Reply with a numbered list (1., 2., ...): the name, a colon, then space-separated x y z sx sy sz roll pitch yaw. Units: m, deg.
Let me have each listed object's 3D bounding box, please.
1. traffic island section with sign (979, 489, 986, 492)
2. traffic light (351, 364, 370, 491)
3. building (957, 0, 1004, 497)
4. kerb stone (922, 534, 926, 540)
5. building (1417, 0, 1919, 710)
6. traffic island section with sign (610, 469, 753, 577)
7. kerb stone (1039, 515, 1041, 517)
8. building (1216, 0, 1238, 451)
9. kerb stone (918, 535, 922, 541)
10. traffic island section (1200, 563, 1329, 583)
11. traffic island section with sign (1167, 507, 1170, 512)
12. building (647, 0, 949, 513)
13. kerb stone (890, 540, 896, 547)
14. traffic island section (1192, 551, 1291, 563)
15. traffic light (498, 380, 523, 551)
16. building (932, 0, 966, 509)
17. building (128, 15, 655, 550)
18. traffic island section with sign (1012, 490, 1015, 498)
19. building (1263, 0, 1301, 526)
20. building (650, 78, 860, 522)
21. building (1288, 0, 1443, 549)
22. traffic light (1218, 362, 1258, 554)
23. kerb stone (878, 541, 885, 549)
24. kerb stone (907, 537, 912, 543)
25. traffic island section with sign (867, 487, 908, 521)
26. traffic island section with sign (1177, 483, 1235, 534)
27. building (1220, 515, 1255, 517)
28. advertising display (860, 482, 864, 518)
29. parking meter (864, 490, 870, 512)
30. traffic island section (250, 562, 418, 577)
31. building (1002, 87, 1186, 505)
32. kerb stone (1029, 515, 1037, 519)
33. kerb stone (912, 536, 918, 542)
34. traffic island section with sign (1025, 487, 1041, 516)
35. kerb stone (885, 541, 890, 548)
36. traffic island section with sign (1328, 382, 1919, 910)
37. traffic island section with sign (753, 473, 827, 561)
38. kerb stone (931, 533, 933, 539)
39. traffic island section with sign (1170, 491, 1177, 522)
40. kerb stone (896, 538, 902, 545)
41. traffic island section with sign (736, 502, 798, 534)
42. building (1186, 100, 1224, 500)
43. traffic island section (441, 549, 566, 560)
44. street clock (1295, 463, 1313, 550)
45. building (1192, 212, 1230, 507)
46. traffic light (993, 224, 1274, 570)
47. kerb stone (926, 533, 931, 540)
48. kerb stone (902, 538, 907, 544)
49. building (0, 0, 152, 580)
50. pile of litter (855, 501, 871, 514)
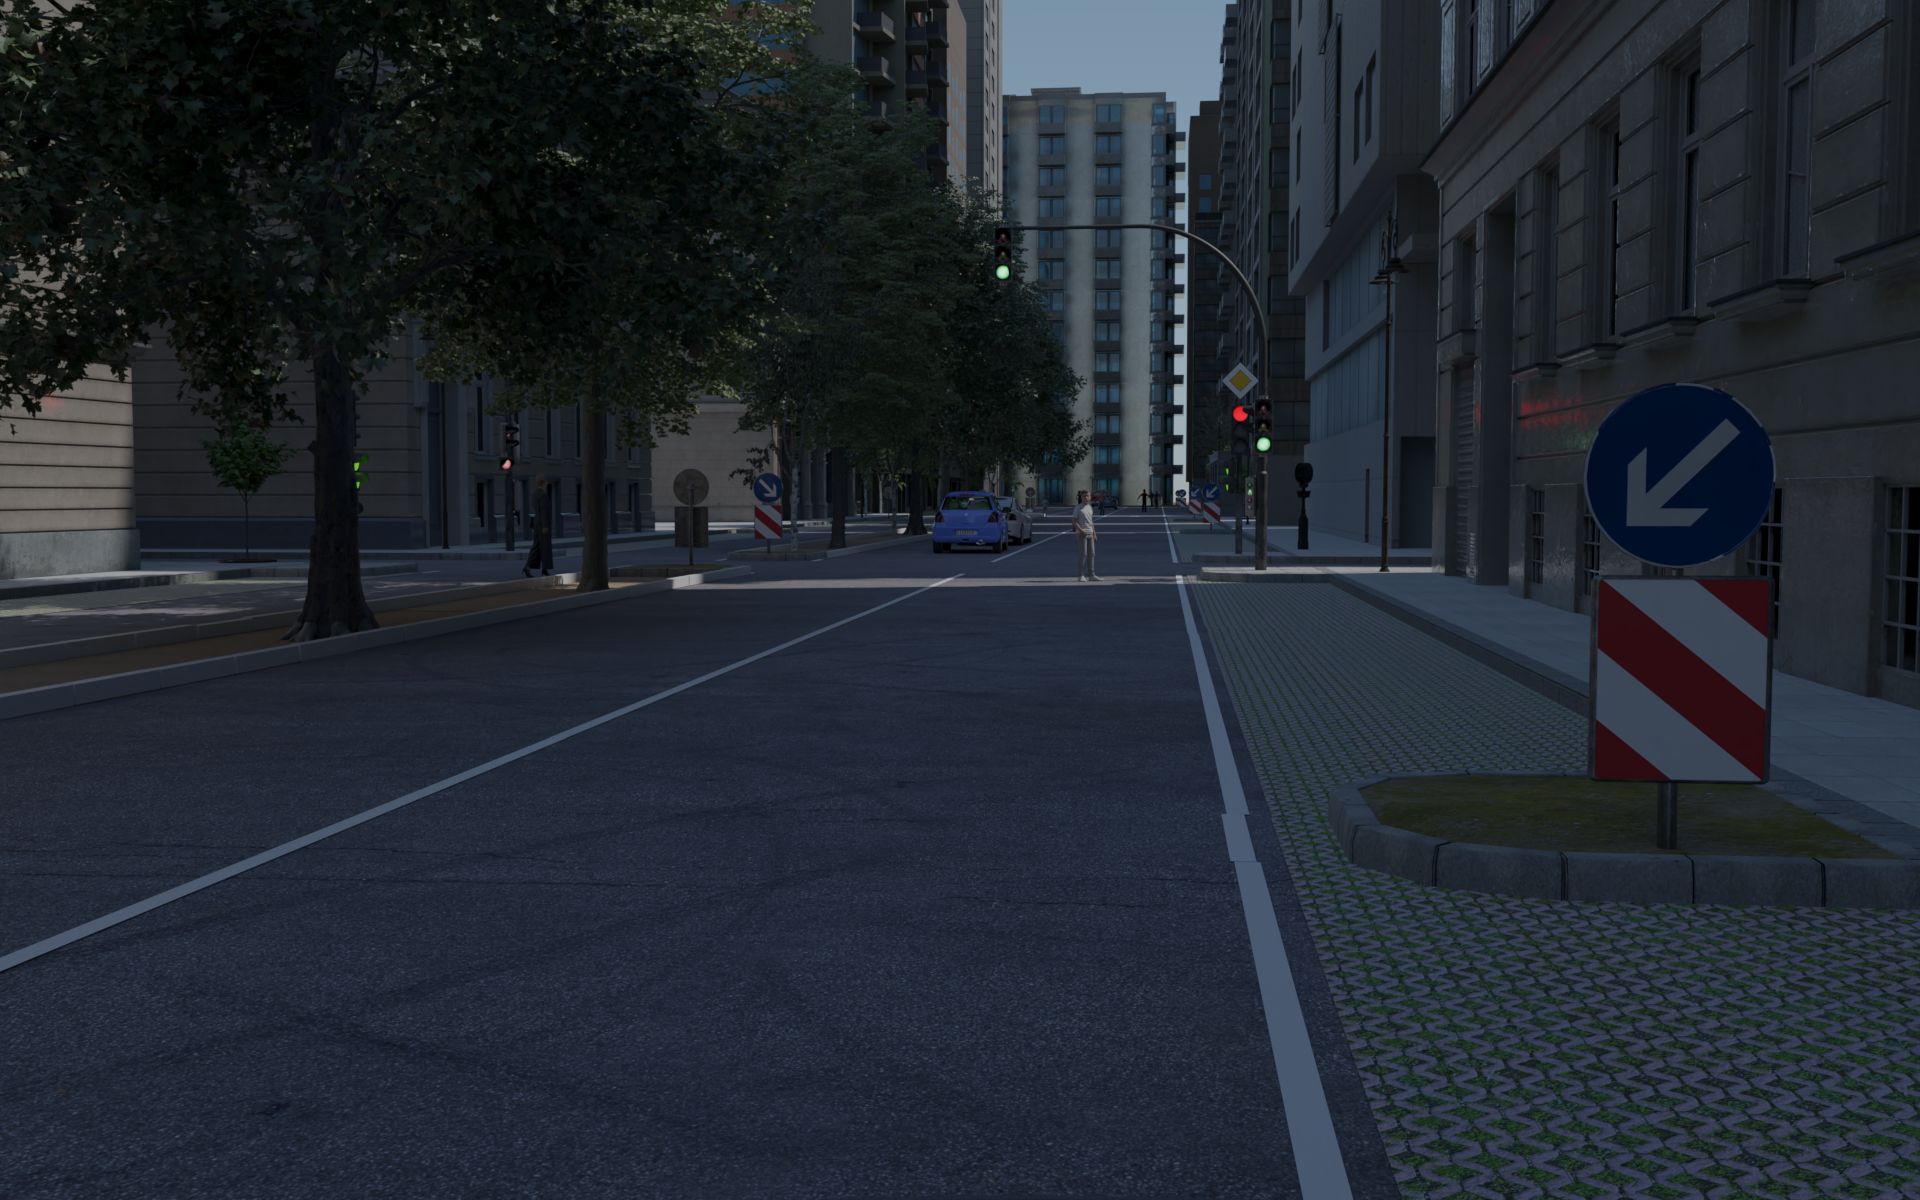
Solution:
1. traffic island section with sign: 1.818 -8.037 140.035 1.989 1.847 2.006 0 4 7
2. traffic light: -11.015 -2.568 30.905 0.839 4.253 0.868 0 4 7
3. building: -6.606 -45.344 179.628 20.611 71.187 20.563 0 4 7
4. kerb stone: -1.239 -1.913 53.471 0.120 0.150 1.000 0 4 7
5. building: 13.320 -10.976 12.747 16.112 22.955 30.059 0 4 7
6. traffic island section with sign: -4.912 -1.372 30.577 2.006 1.907 1.989 0 4 7
7. kerb stone: 4.625 -5.023 104.405 0.120 0.150 1.000 0 4 7
8. building: 34.595 -32.769 155.375 23.786 49.044 30.456 0 4 7
9. kerb stone: -1.355 -1.849 52.450 0.120 0.150 1.000 0 4 7
10. traffic island section: 5.081 -0.423 29.191 2.009 0.180 2.903 0 4 7
11. traffic island section with sign: 17.645 -7.936 138.386 1.989 1.847 2.006 0 4 7
12. building: -12.654 -28.999 128.750 22.147 44.769 28.867 0 4 7
13. kerb stone: -1.941 -1.538 47.342 0.120 0.150 1.000 0 4 7
14. traffic island section: 5.993 -0.908 37.124 2.009 0.180 2.903 0 4 7
15. traffic light: -8.015 -3.912 38.635 4.771 5.953 1.251 0 4 7
16. building: -7.108 -30.569 149.915 14.600 45.320 14.200 0 4 7
17. building: -17.676 -16.107 49.257 13.634 28.700 20.117 0 4 7
18. traffic island section with sign: 5.005 -9.734 167.781 1.989 1.847 2.006 0 4 7
19. building: 20.153 -18.556 75.096 14.160 30.474 14.107 0 4 7
20. building: -12.562 -13.972 79.356 10.553 20.767 40.483 0 4 7
21. building: 23.515 -28.088 48.475 27.495 52.752 28.713 0 4 7
22. traffic light: 5.955 -2.942 37.015 0.839 4.253 0.868 0 4 7
23. kerb stone: -2.171 -1.413 45.304 0.120 0.150 1.000 0 4 7
24. kerb stone: -1.588 -1.726 50.413 0.120 0.150 1.000 0 4 7
25. traffic island section with sign: -3.773 -5.068 91.494 1.989 1.847 2.006 0 4 7
26. traffic island section with sign: 8.879 -3.268 62.054 1.989 1.847 2.006 0 4 7
27. building: 25.139 -40.398 98.759 20.563 71.187 20.611 0 4 7
28. advertising display: -5.321 -5.427 93.941 0.123 1.923 0.974 0 4 -7
29. parking meter: -6.045 -6.389 112.876 0.372 1.533 0.369 0 3 0
30. traffic island section: -11.054 -0.536 31.045 2.009 0.180 2.903 0 4 7
31. building: 11.433 -35.924 206.961 30.456 49.044 23.786 0 4 7
32. kerb stone: 4.267 -4.842 101.358 0.120 0.150 1.000 0 4 7
33. kerb stone: -1.465 -1.788 51.428 0.120 0.150 1.000 0 4 7
34. traffic island section with sign: 4.518 -6.388 112.584 2.006 1.907 1.989 0 4 7
35. kerb stone: -2.068 -1.476 46.321 0.120 0.150 1.000 0 4 7
36. traffic island section with sign: 2.544 0.102 6.959 1.989 1.847 2.006 0 4 7
37. traffic island section with sign: -4.056 -1.823 37.934 2.006 1.907 1.989 0 4 7
38. kerb stone: -0.996 -2.036 55.510 0.120 0.150 1.000 0 4 7
39. traffic island section with sign: 12.090 -4.979 90.039 1.989 1.847 2.006 0 4 7
40. kerb stone: -1.822 -1.601 48.367 0.120 0.150 1.000 0 4 7
41. traffic island section with sign: -6.993 -3.349 63.382 1.989 1.847 2.006 0 4 7
42. building: 33.458 -33.632 199.993 14.200 45.320 14.600 0 4 7
43. traffic island section: -10.141 -1.021 38.978 2.009 0.180 2.903 0 4 7
44. street clock: 7.949 -2.171 40.074 0.358 2.002 0.471 -1 4 -19
45. building: 31.106 -24.905 178.890 14.160 30.474 14.107 0 4 7
46. traffic light: 2.954 -3.334 29.179 4.771 5.953 1.251 0 4 7
47. kerb stone: -1.115 -1.975 54.486 0.120 0.150 1.000 0 4 7
48. kerb stone: -1.702 -1.663 49.394 0.120 0.150 1.000 0 4 7
49. building: -31.285 -12.619 25.398 34.723 24.649 14.460 0 4 7
50. pile of litter: -6.405 -5.841 109.472 1.719 0.858 1.176 1 4 17
